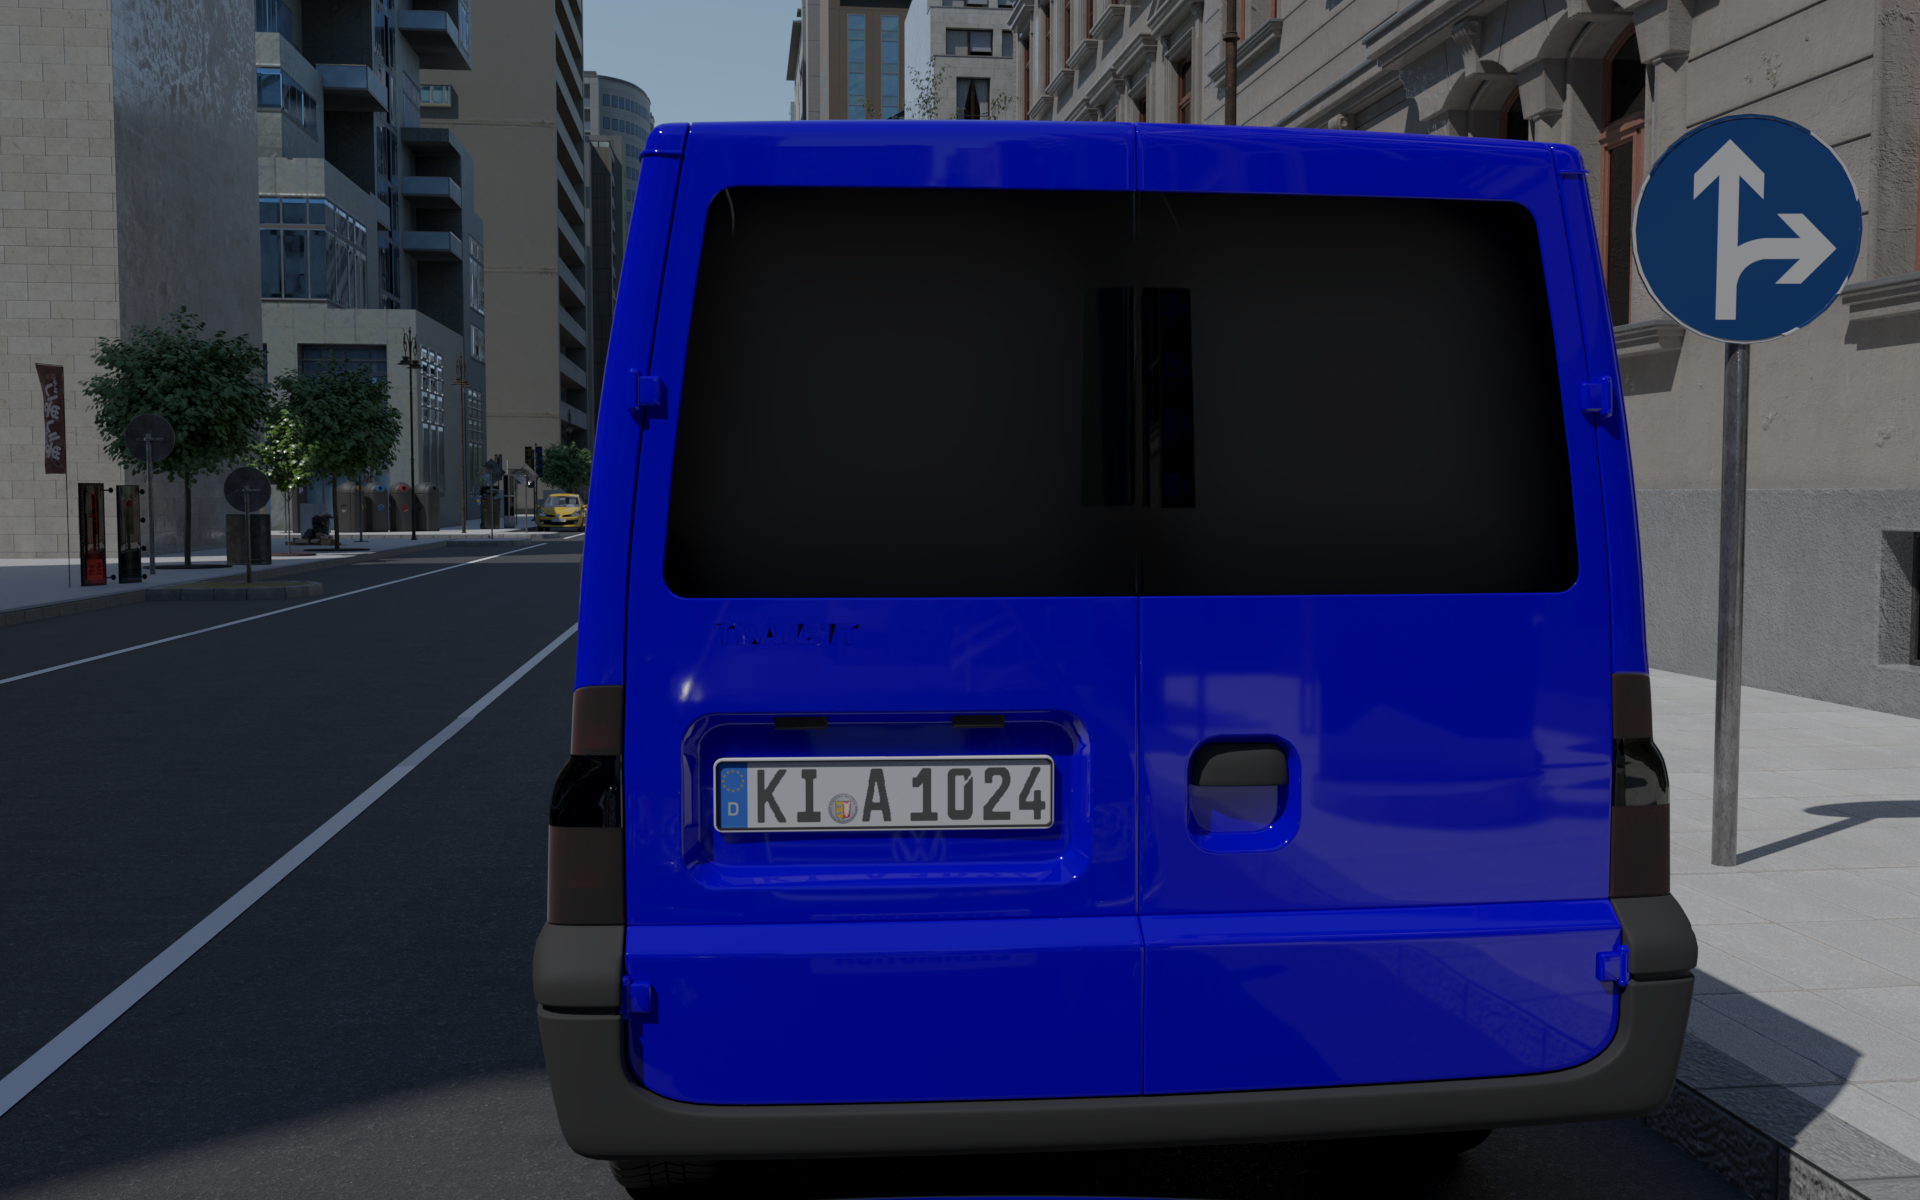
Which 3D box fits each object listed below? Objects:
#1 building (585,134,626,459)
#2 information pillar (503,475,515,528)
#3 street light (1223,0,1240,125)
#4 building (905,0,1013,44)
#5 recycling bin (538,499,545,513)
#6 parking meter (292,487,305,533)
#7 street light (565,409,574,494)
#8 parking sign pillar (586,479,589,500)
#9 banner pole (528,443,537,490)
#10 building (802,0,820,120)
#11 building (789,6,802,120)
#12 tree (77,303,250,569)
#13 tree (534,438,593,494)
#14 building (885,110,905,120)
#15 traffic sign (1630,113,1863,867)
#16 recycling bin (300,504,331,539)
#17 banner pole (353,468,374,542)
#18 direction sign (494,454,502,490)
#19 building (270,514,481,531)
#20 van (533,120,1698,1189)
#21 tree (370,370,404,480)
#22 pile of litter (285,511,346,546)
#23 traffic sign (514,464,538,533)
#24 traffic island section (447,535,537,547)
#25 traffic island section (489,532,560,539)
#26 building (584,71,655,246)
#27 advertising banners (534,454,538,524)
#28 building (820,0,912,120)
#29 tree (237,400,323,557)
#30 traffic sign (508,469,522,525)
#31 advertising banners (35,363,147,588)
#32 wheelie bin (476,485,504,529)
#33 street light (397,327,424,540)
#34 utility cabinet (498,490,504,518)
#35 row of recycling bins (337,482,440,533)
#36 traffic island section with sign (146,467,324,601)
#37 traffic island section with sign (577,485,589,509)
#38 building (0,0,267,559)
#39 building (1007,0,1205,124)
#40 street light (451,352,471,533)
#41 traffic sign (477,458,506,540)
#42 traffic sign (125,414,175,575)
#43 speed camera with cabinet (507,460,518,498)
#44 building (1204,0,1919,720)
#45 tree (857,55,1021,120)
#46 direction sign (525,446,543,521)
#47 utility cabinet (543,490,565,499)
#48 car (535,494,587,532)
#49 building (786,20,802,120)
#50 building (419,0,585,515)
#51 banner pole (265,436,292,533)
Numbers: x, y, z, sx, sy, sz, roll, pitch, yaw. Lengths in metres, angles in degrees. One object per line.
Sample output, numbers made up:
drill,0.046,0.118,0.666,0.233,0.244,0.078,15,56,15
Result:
building,-44.360,-31.044,191.160,14.154,41.232,14.086,0,4,-7
information pillar,-16.989,-3.716,65.241,0.304,2.012,0.304,2,4,31
street light,1.662,-2.317,10.676,0.468,5.910,1.993,0,4,-7
building,6.768,-12.947,66.439,16.860,20.320,10.420,0,4,-7
recycling bin,-20.714,-4.556,87.047,0.722,1.027,0.722,3,5,40
parking meter,-21.662,-3.120,56.730,0.255,1.863,0.399,1,4,22
street light,-21.078,-7.389,93.606,0.468,5.910,1.993,0,4,-7
parking sign pillar,-25.553,-8.086,120.684,1.447,3.967,1.447,0,4,-5
banner pole,-21.103,-5.849,85.644,0.863,3.779,0.401,2,4,35
building,-4.363,-38.034,163.852,21.231,58.520,28.212,0,4,-7
building,-18.003,-58.885,275.438,22.319,86.520,31.000,0,4,-7
tree,-13.486,-2.830,29.981,4.285,4.588,4.351,0,3,0
tree,-23.390,-7.419,105.012,4.285,4.588,4.351,0,3,0
building,-1.109,-16.669,101.415,11.050,23.489,19.941,0,4,-7
traffic sign,2.646,-0.356,5.921,0.768,2.556,0.104,0,4,2
recycling bin,-17.139,-2.050,46.077,0.722,1.027,0.722,-1,4,-17
banner pole,-15.963,-3.451,46.437,0.401,3.779,0.863,1,4,13
direction sign,-26.199,-6.506,98.364,0.379,3.537,0.876,-3,5,-41
building,-32.009,-46.452,72.156,22.319,86.520,31.000,0,4,-7
van,0.007,-0.057,5.316,2.240,2.365,5.245,0,4,-6
tree,-14.172,-3.399,39.290,4.285,4.588,4.351,0,3,0
pile of litter,-16.185,-1.805,43.471,1.719,0.858,1.176,3,4,37
traffic sign,-14.200,-3.245,56.702,0.795,2.450,0.064,0,4,-7
traffic island section,-13.212,-1.624,48.839,2.009,0.180,2.903,0,4,-7
traffic island section,-14.222,-2.109,56.760,2.009,0.180,2.903,0,4,-7
building,-53.760,-42.819,242.083,21.231,58.520,28.212,0,4,-7
advertising banners,-17.919,-4.716,73.287,0.090,3.025,2.074,-1,4,-16
building,-4.239,-30.142,142.934,14.600,45.320,14.200,0,4,-7
tree,-14.033,-2.519,35.794,1.663,3.219,1.824,0,3,0
traffic sign,-18.098,-4.189,70.620,0.606,2.300,0.079,0,4,-2
advertising banners,-12.107,-1.711,24.166,0.090,3.025,2.074,1,4,12
wheelie bin,-17.072,-3.374,63.065,0.980,1.594,0.693,-2,4,-31
street light,-15.196,-4.601,48.015,0.468,5.910,1.993,0,4,-7
utility cabinet,-24.865,-5.126,92.496,1.173,1.500,0.318,2,4,31
row of recycling bins,-19.349,-3.148,58.577,3.534,1.692,1.069,-3,5,-44
traffic island section with sign,-10.099,-0.961,24.335,1.989,1.847,2.006,0,4,-7
traffic island section with sign,-17.008,-4.276,78.547,1.989,1.847,2.006,0,4,-7
building,-25.638,-11.212,38.074,16.860,20.320,10.420,0,4,-7
building,7.663,-12.294,37.159,11.583,22.565,21.152,0,4,-7
street light,-16.264,-5.127,56.612,0.468,5.910,1.993,0,4,-7
traffic sign,-13.190,-2.761,48.780,0.795,2.450,0.064,0,4,-7
traffic sign,-12.875,-1.678,27.540,0.768,2.556,0.104,0,4,-5
speed camera with cabinet,-26.707,-6.542,101.305,0.660,3.252,2.038,1,4,23
building,11.000,-13.898,14.617,14.401,28.519,23.554,0,4,-7
tree,-0.039,-4.838,29.469,4.360,8.622,3.978,0,3,0
direction sign,-20.227,-5.520,82.248,0.876,3.537,0.379,1,4,11
utility cabinet,-22.345,-5.304,95.402,1.173,1.500,0.318,0,4,0
car,-15.264,-3.448,66.590,2.015,1.641,3.980,0,4,-8
building,-4.411,-36.902,192.584,28.713,52.752,27.495,0,4,-7
building,-36.766,-30.078,115.482,21.300,48.544,21.600,0,4,-7
banner pole,-22.421,-4.087,56.840,0.863,3.779,0.401,-1,4,-18
